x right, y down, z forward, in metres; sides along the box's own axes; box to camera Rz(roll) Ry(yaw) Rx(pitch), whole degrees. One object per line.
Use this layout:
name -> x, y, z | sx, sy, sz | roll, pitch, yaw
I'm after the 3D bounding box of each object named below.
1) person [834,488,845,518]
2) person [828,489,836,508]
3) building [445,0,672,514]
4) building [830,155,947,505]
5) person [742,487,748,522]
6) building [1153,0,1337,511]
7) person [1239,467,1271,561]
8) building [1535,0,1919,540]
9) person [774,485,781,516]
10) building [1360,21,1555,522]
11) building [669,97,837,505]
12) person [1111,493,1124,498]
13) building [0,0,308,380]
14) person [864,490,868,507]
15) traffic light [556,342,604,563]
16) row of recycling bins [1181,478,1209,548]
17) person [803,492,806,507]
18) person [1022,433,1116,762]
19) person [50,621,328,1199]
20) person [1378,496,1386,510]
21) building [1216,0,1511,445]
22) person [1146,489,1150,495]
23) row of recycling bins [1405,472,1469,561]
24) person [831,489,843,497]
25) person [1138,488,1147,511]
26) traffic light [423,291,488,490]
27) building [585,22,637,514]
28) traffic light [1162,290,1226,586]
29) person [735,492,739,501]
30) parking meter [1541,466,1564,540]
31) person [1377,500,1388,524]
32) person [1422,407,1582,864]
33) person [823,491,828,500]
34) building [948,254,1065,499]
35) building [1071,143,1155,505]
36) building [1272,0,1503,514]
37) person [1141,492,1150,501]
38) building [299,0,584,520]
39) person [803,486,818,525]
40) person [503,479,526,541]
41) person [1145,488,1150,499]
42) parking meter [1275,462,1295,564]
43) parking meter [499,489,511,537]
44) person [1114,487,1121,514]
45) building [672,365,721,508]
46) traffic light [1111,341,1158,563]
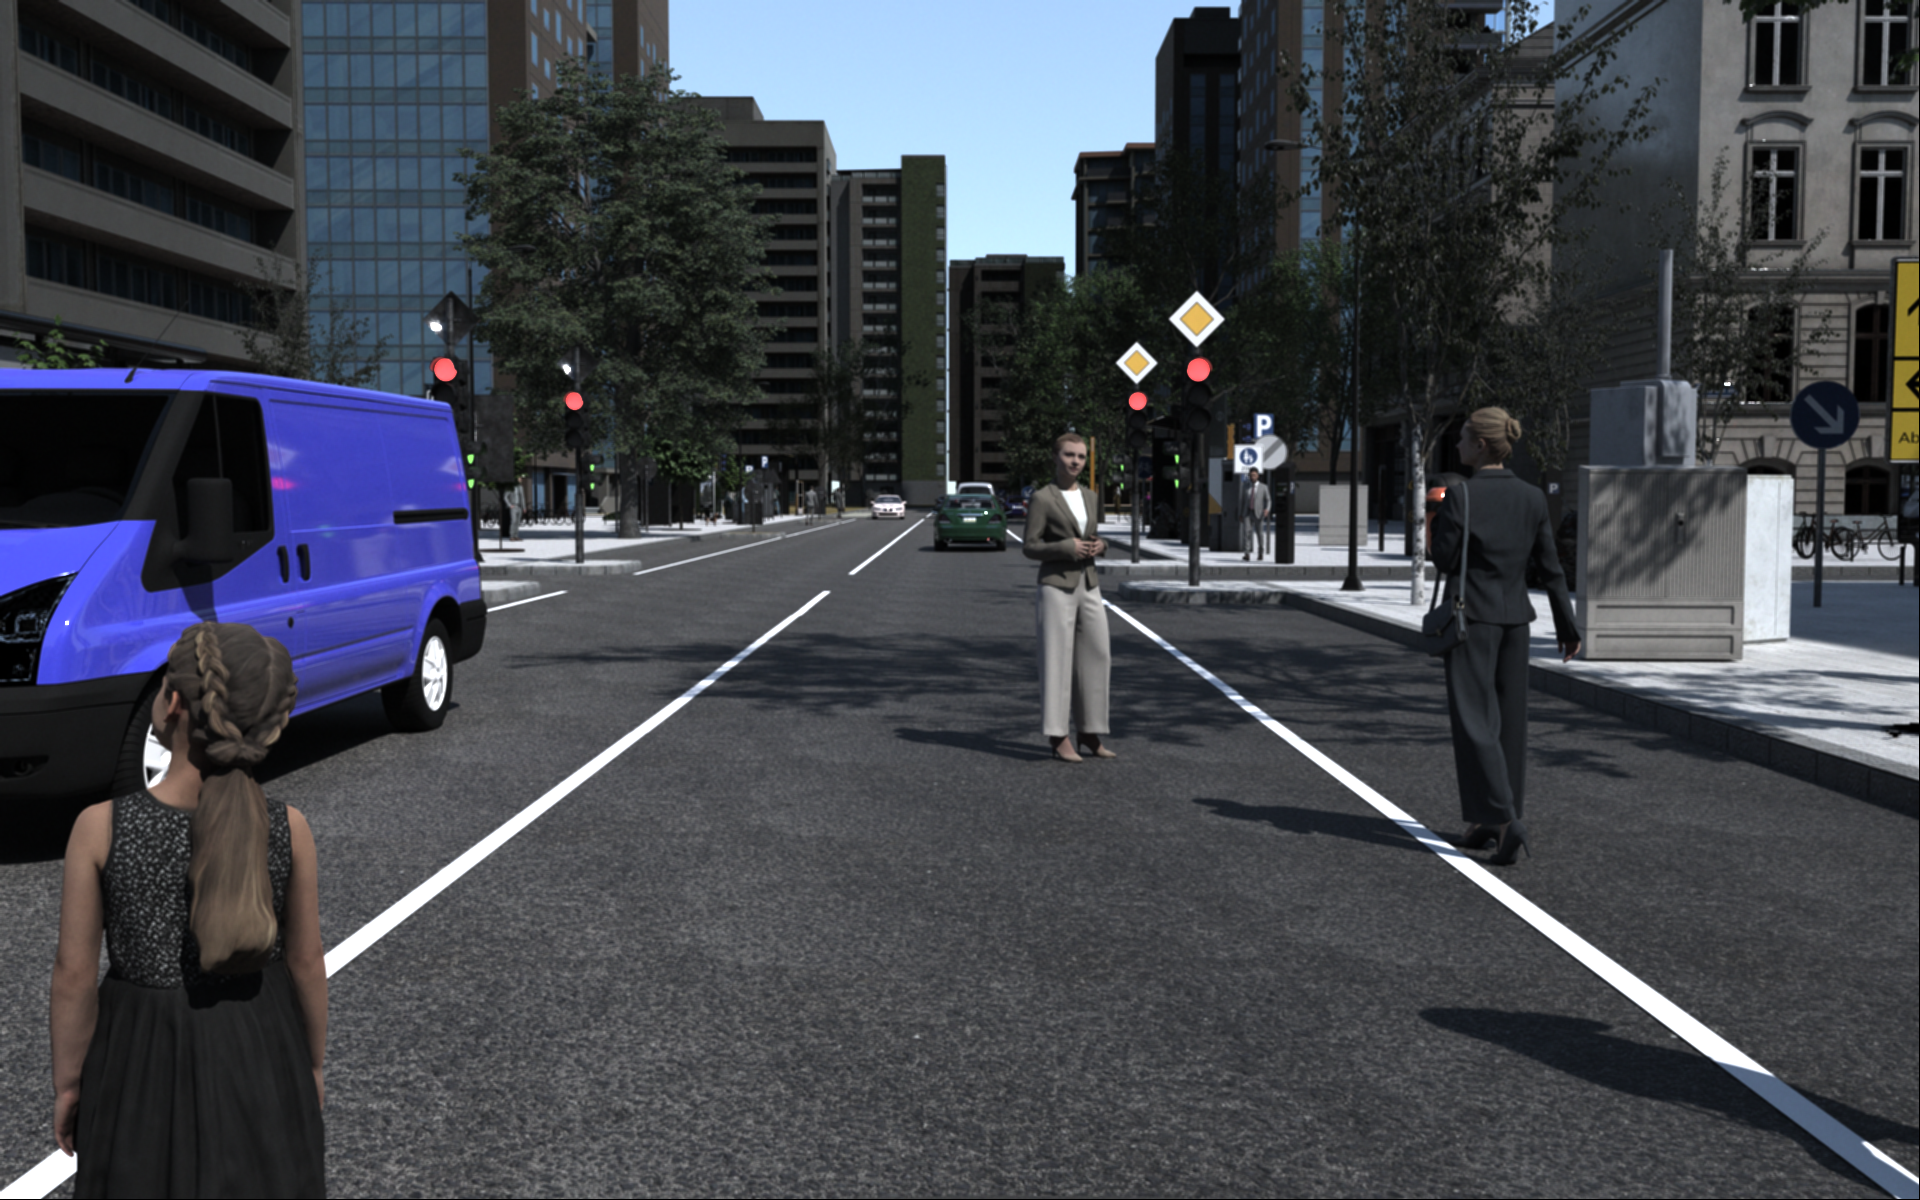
person -> -7.159, -5.769, 102.918 | 0.694, 1.812, 0.767 | 3, 4, 38
person -> -11.632, -9.378, 160.194 | 1.217, 1.723, 0.721 | -1, 4, -19
building -> -31.085, -29.830, 137.828 | 14.600, 45.320, 14.200 | 0, 3, 0
building -> -8.600, -32.297, 211.646 | 14.086, 41.232, 14.154 | 0, 3, 0
person -> -9.764, -4.411, 78.421 | 0.793, 1.790, 0.793 | -3, 5, -42
building -> 25.802, -31.275, 161.461 | 14.600, 45.320, 14.200 | 0, 3, 0
person -> 5.661, -1.649, 33.271 | 0.678, 1.792, 0.850 | 1, 4, 23
building -> 37.084, -14.273, 52.451 | 34.723, 24.649, 14.460 | 0, 3, 0
person -> -10.528, -5.681, 98.906 | 0.713, 1.824, 0.794 | -1, 4, -22
building -> 24.975, -14.450, 87.168 | 10.553, 20.767, 40.483 | 0, 3, 0
building -> -26.449, -36.155, 214.828 | 21.600, 48.544, 21.300 | 0, 3, 0
person -> 14.859, -9.556, 163.003 | 1.217, 1.743, 0.721 | 0, 4, 6
building -> -35.731, -26.381, 55.038 | 21.300, 48.544, 21.600 | 0, 3, 0
person -> -9.288, -10.088, 171.893 | 0.530, 1.710, 0.541 | 3, 5, 42
traffic light -> -7.029, -2.634, 31.982 | 0.839, 4.253, 0.868 | 0, 3, 0
row of recycling bins -> 6.215, -2.202, 43.119 | 1.069, 1.692, 3.534 | 0, 4, -2
person -> -15.457, -9.997, 170.016 | 1.217, 1.766, 0.721 | -1, 4, -9
person -> 0.604, -0.015, 9.287 | 0.519, 1.759, 0.362 | -2, 4, -33
person -> -1.088, 0.655, 2.463 | 0.362, 1.253, 0.373 | -2, 4, -25
person -> 18.296, -3.934, 75.051 | 0.352, 1.250, 0.332 | 1, 4, 9
building -> 30.436, -50.405, 136.794 | 22.319, 86.520, 31.000 | 0, 3, 0
person -> 17.406, -9.315, 159.020 | 0.721, 1.739, 1.217 | 3, 5, 42
row of recycling bins -> 9.559, -1.675, 34.498 | 1.069, 1.692, 3.534 | 0, 4, 7
person -> -11.866, -9.833, 166.832 | 1.348, 1.822, 0.705 | -1, 4, -18
person -> 13.319, -7.465, 128.918 | 1.217, 1.723, 0.721 | 2, 4, 24
traffic light -> -7.016, -2.145, 23.997 | 0.839, 4.253, 0.868 | 0, 3, 0
building -> -39.485, -26.118, 118.909 | 32.217, 40.220, 23.993 | 0, 3, 0
traffic light -> 3.245, -2.147, 24.030 | 0.839, 4.253, 0.868 | 0, 3, 0
person -> -17.054, -7.787, 133.446 | 0.705, 1.814, 1.350 | -3, 4, -38
parking meter -> 12.071, -1.810, 35.312 | 0.399, 1.863, 0.255 | 0, 4, 3
person -> 17.738, -3.819, 72.754 | 0.475, 1.303, 0.640 | -3, 5, -39
person -> 2.141, 0.127, 6.848 | 0.576, 1.772, 0.534 | -3, 5, -39
person -> -13.922, -10.455, 177.705 | 0.721, 1.743, 1.217 | 3, 5, 40
building -> 5.497, -26.902, 211.543 | 14.107, 30.474, 14.160 | 0, 3, 0
building -> 26.979, -34.255, 214.687 | 28.867, 44.769, 22.147 | 0, 3, 0
building -> 26.658, -28.448, 115.237 | 14.600, 45.320, 14.200 | 0, 3, 0
person -> 11.942, -6.157, 109.939 | 0.991, 1.433, 0.599 | 1, 4, 15
building -> -28.189, -27.028, 92.027 | 14.600, 45.320, 14.200 | 0, 3, 0
person -> -6.898, -4.367, 80.015 | 0.709, 1.813, 0.853 | 0, 4, 5
person -> -12.156, -2.521, 47.369 | 0.391, 1.810, 0.635 | 2, 4, 25
person -> 15.553, -8.389, 143.289 | 0.705, 1.814, 1.350 | 0, 4, -7
parking meter -> 5.973, -1.597, 31.819 | 0.255, 1.863, 0.399 | 2, 4, 31
parking meter -> -13.551, -2.645, 51.663 | 0.372, 1.533, 0.369 | 0, 3, 0
person -> 9.921, -6.298, 109.744 | 0.721, 1.736, 1.217 | 1, 4, 19
building -> -38.952, -51.602, 156.367 | 31.000, 86.520, 22.319 | 0, 3, 0
traffic light -> 3.232, -2.636, 32.015 | 0.839, 4.253, 0.868 | 0, 3, 0
